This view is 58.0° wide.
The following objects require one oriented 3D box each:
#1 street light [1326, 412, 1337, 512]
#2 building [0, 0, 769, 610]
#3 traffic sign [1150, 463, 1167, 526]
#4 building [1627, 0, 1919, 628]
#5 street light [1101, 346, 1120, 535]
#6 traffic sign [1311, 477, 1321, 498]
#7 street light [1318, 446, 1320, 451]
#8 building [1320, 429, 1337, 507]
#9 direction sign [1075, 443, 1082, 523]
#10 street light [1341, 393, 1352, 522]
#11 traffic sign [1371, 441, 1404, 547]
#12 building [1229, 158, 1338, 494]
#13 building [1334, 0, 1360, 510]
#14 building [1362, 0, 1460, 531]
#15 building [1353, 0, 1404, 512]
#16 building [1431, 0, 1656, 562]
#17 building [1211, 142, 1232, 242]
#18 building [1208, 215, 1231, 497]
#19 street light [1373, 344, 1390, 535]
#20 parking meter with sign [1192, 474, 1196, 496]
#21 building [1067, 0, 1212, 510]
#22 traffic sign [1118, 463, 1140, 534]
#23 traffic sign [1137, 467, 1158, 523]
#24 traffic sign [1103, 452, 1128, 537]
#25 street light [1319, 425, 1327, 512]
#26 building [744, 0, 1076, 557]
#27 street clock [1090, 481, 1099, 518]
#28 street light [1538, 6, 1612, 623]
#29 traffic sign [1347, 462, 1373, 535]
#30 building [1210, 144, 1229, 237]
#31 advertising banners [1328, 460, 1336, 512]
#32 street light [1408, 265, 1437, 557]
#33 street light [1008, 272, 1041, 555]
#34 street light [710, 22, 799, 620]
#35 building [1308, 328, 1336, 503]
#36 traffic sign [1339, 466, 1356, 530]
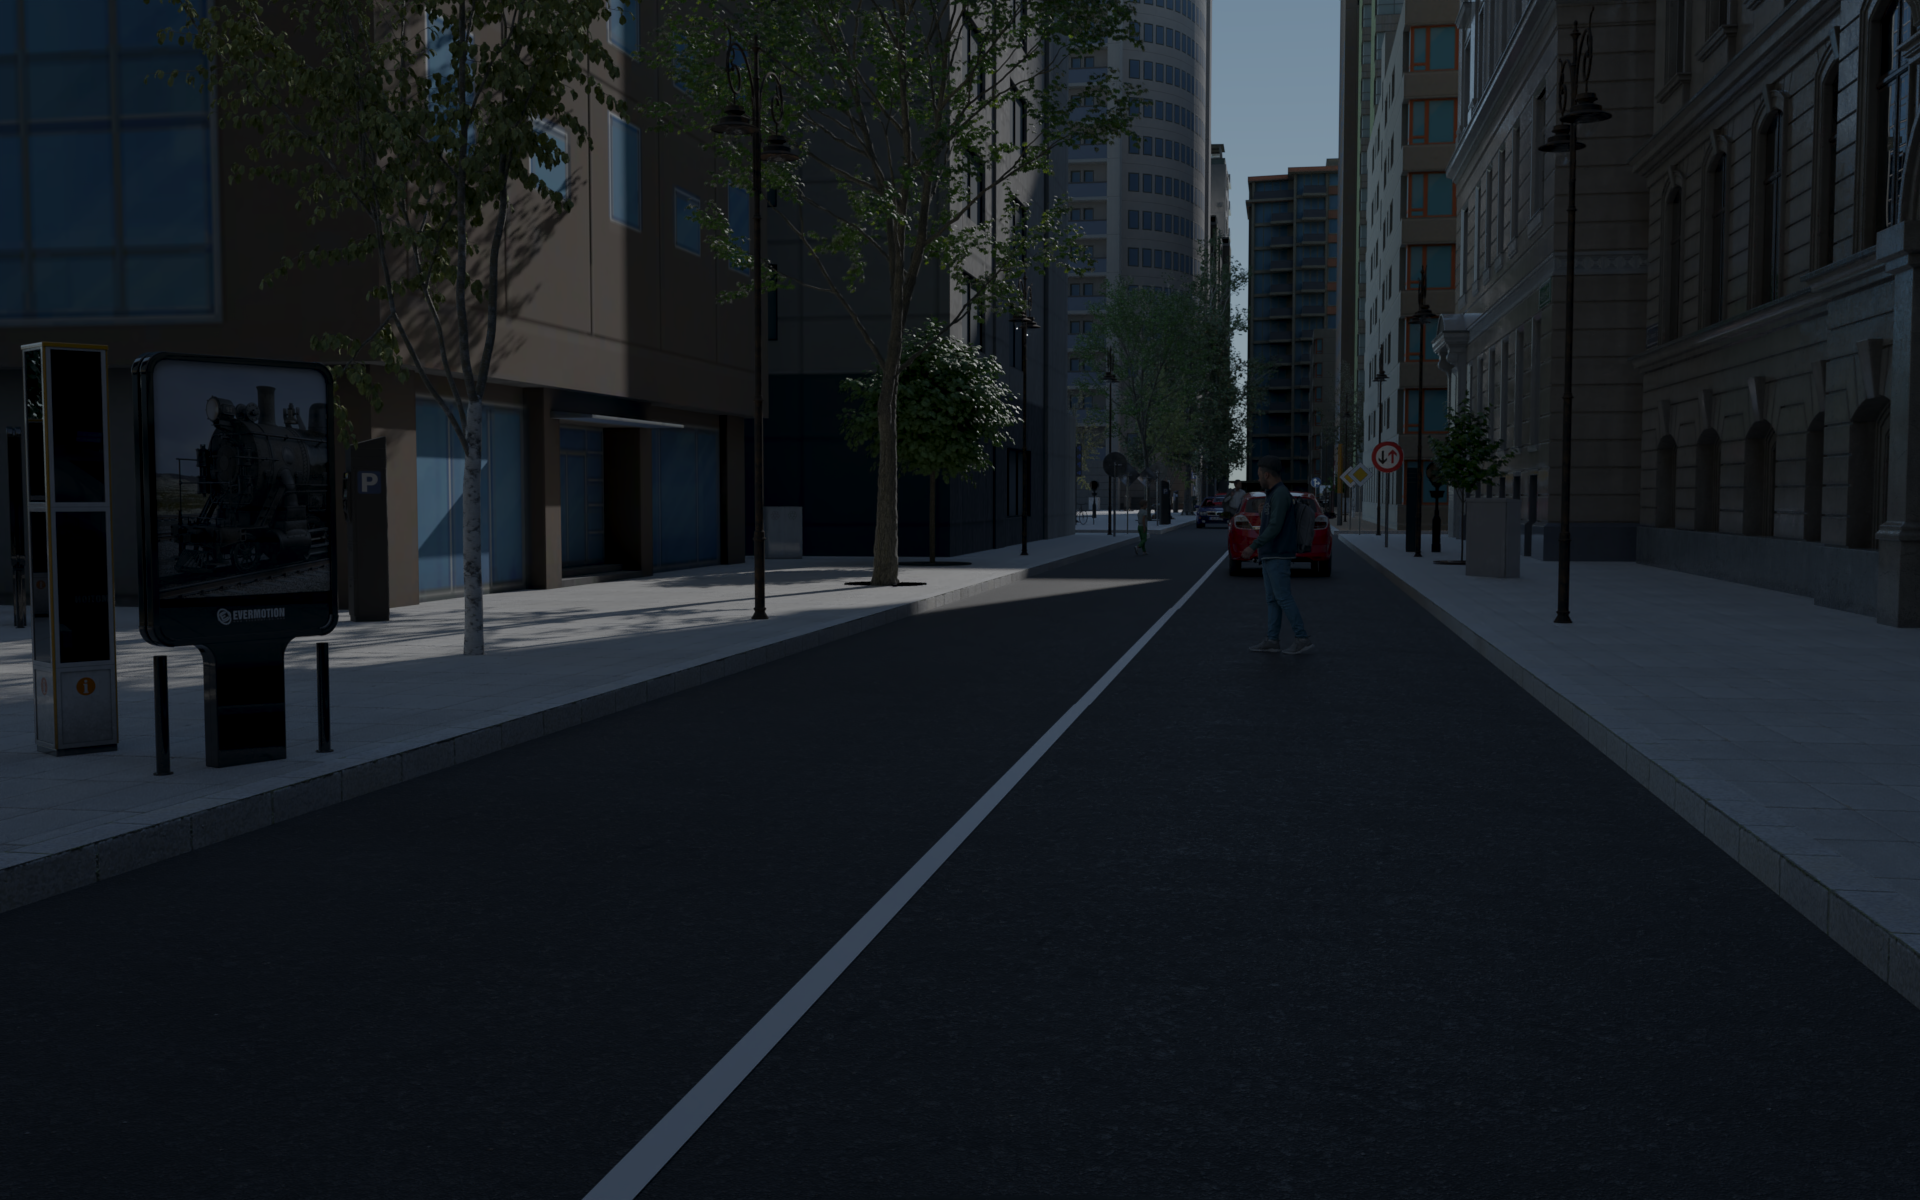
[{"bbox_3d":[21.171,-7.666,98.132,0.468,5.910,1.993,1,4,11],"label":"street light"},{"bbox_3d":[-11.668,-22.960,25.507,14.600,45.320,14.200,1,4,11],"label":"building"},{"bbox_3d":[7.985,-4.271,69.939,0.768,2.556,0.104,1,4,11],"label":"traffic sign"},{"bbox_3d":[14.481,-11.907,13.758,14.460,24.649,34.723,1,4,11],"label":"building"},{"bbox_3d":[4.690,-4.971,54.068,0.468,5.910,1.993,1,4,11],"label":"street light"},{"bbox_3d":[27.185,-8.084,132.286,0.768,2.556,0.104,1,4,11],"label":"traffic sign"},{"bbox_3d":[28.019,-9.908,134.775,0.468,5.910,1.993,1,4,11],"label":"street light"},{"bbox_3d":[45.696,-51.900,161.232,22.319,86.520,31.000,1,4,11],"label":"building"},{"bbox_3d":[5.200,-5.246,77.777,0.379,3.537,0.876,-2,4,-30],"label":"direction sign"},{"bbox_3d":[17.746,-6.535,79.639,0.468,5.910,1.993,1,4,11],"label":"street light"},{"bbox_3d":[10.263,-2.538,41.609,0.768,2.556,0.104,1,4,15],"label":"traffic sign"},{"bbox_3d":[50.575,-35.085,228.263,28.867,44.769,22.147,1,4,11],"label":"building"},{"bbox_3d":[37.909,-30.005,140.687,14.600,45.320,14.200,1,4,11],"label":"building"},{"bbox_3d":[32.150,-13.841,71.341,28.899,21.520,27.650,1,4,11],"label":"building"},{"bbox_3d":[36.107,-27.097,126.622,14.154,41.232,14.086,1,4,11],"label":"building"},{"bbox_3d":[19.037,-15.579,40.627,13.634,28.700,20.117,1,4,11],"label":"building"},{"bbox_3d":[21.152,-37.601,234.376,30.456,49.044,23.786,1,4,11],"label":"building"},{"bbox_3d":[22.046,-25.475,188.212,14.160,30.474,14.107,1,4,11],"label":"building"},{"bbox_3d":[12.984,-4.940,53.564,0.468,5.910,1.993,1,4,11],"label":"street light"},{"bbox_3d":[18.551,-8.551,136.077,0.543,3.016,1.738,1,4,14],"label":"parking meter with sign"},{"bbox_3d":[10.853,-37.325,152.265,21.231,58.520,28.212,1,4,11],"label":"building"},{"bbox_3d":[5.367,-3.166,55.408,0.795,2.450,0.064,1,4,11],"label":"traffic sign"},{"bbox_3d":[6.832,-3.646,63.258,0.795,2.450,0.064,1,4,11],"label":"traffic sign"},{"bbox_3d":[4.653,-3.181,52.123,0.768,2.556,0.104,1,4,20],"label":"traffic sign"},{"bbox_3d":[24.541,-8.762,116.051,0.468,5.910,1.993,1,4,11],"label":"street light"},{"bbox_3d":[-8.328,-37.100,44.831,20.611,71.187,20.563,1,4,11],"label":"building"},{"bbox_3d":[7.171,-5.374,92.439,0.471,2.002,0.358,2,4,25],"label":"street clock"},{"bbox_3d":[6.008,-2.709,17.077,0.468,5.910,1.993,1,4,11],"label":"street light"},{"bbox_3d":[12.485,-3.084,54.063,0.795,2.450,0.064,1,4,11],"label":"traffic sign"},{"bbox_3d":[24.579,-31.884,204.900,14.086,41.232,14.154,1,4,11],"label":"building"},{"bbox_3d":[19.175,-5.693,89.267,0.090,3.025,2.074,1,4,21],"label":"advertising banners"},{"bbox_3d":[9.344,-3.814,35.154,0.468,5.910,1.993,1,4,11],"label":"street light"},{"bbox_3d":[1.351,-3.875,36.143,0.468,5.910,1.993,1,4,11],"label":"street light"},{"bbox_3d":[-2.053,-2.741,17.602,0.468,5.910,1.993,1,4,11],"label":"street light"},{"bbox_3d":[53.192,-21.280,192.969,27.650,21.520,28.899,1,4,11],"label":"building"},{"bbox_3d":[13.950,-3.564,61.913,0.795,2.450,0.064,1,4,11],"label":"traffic sign"}]
